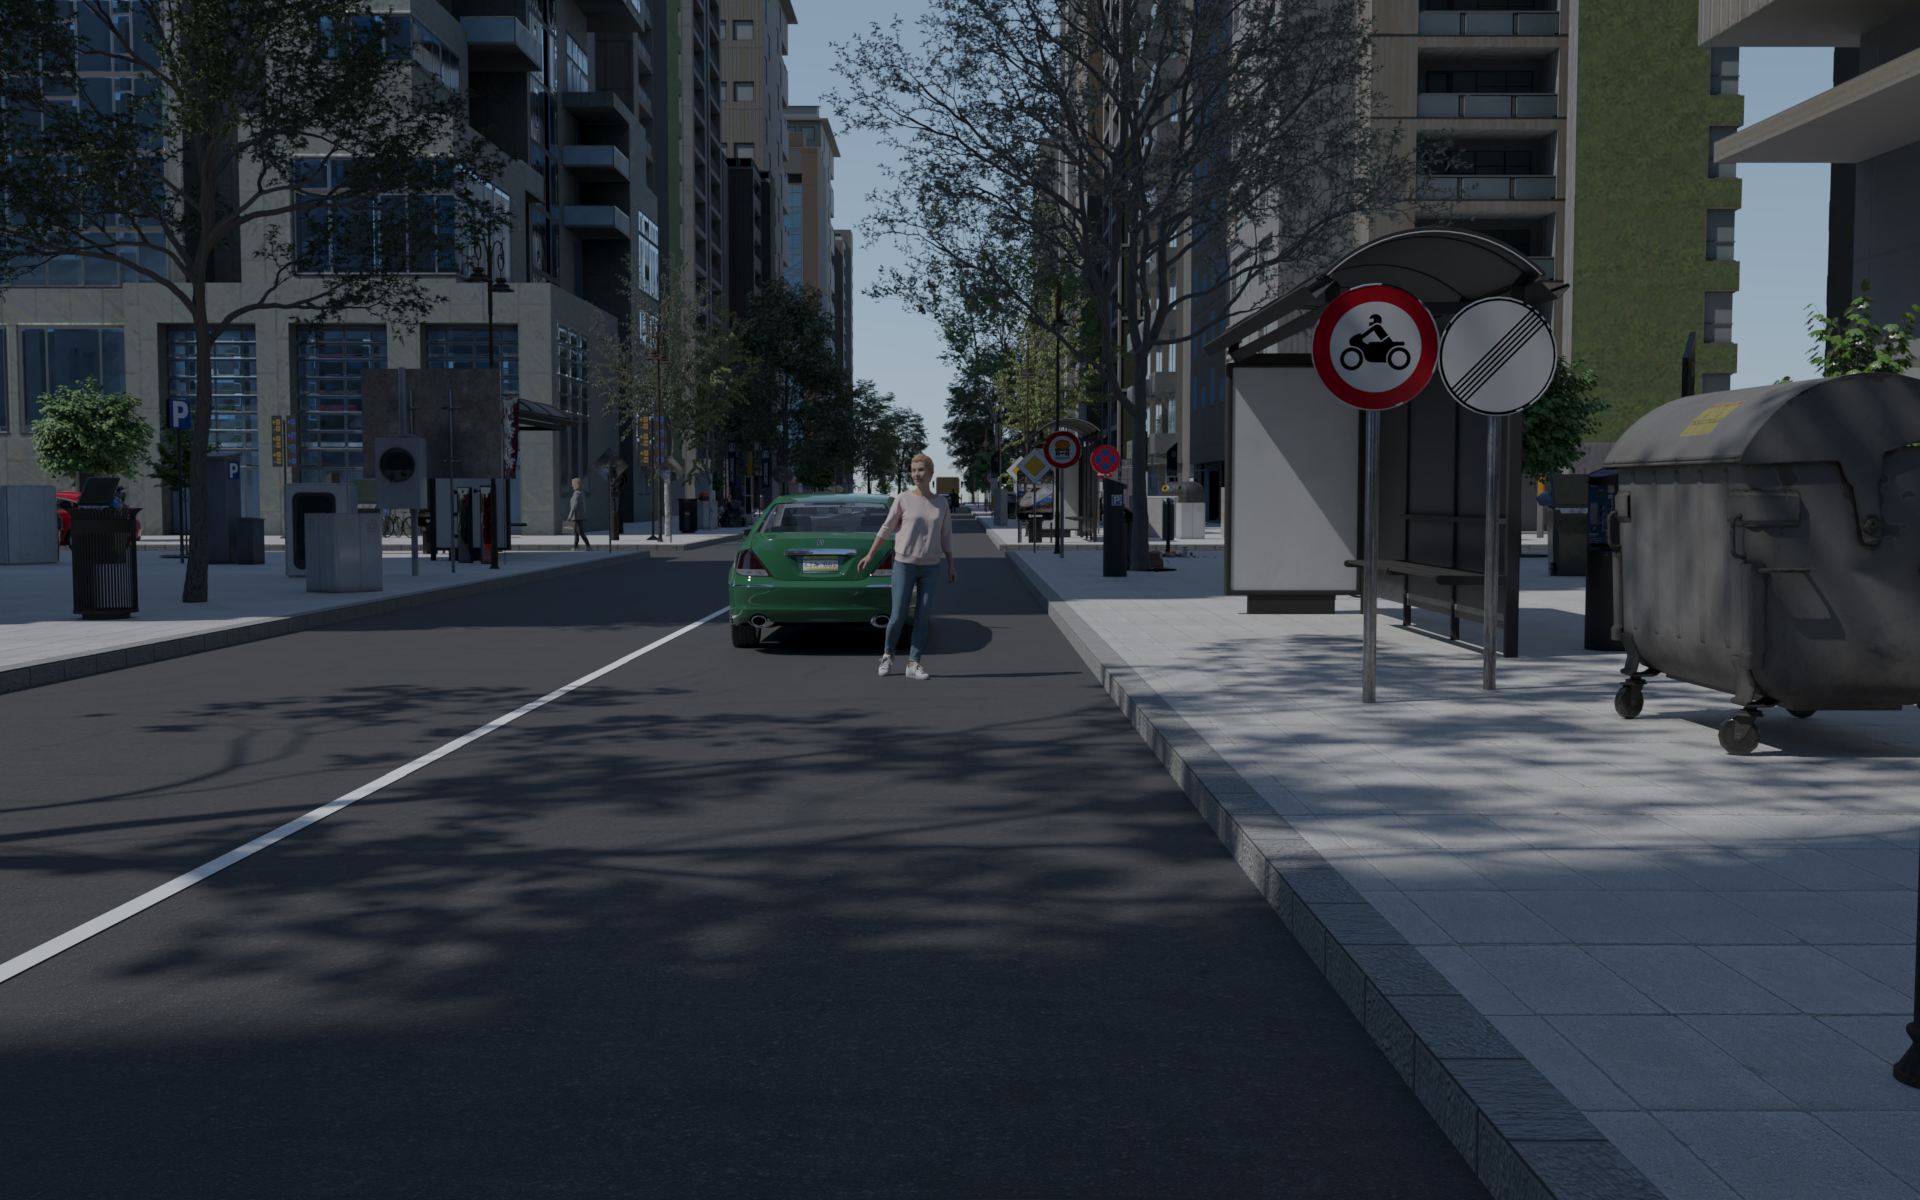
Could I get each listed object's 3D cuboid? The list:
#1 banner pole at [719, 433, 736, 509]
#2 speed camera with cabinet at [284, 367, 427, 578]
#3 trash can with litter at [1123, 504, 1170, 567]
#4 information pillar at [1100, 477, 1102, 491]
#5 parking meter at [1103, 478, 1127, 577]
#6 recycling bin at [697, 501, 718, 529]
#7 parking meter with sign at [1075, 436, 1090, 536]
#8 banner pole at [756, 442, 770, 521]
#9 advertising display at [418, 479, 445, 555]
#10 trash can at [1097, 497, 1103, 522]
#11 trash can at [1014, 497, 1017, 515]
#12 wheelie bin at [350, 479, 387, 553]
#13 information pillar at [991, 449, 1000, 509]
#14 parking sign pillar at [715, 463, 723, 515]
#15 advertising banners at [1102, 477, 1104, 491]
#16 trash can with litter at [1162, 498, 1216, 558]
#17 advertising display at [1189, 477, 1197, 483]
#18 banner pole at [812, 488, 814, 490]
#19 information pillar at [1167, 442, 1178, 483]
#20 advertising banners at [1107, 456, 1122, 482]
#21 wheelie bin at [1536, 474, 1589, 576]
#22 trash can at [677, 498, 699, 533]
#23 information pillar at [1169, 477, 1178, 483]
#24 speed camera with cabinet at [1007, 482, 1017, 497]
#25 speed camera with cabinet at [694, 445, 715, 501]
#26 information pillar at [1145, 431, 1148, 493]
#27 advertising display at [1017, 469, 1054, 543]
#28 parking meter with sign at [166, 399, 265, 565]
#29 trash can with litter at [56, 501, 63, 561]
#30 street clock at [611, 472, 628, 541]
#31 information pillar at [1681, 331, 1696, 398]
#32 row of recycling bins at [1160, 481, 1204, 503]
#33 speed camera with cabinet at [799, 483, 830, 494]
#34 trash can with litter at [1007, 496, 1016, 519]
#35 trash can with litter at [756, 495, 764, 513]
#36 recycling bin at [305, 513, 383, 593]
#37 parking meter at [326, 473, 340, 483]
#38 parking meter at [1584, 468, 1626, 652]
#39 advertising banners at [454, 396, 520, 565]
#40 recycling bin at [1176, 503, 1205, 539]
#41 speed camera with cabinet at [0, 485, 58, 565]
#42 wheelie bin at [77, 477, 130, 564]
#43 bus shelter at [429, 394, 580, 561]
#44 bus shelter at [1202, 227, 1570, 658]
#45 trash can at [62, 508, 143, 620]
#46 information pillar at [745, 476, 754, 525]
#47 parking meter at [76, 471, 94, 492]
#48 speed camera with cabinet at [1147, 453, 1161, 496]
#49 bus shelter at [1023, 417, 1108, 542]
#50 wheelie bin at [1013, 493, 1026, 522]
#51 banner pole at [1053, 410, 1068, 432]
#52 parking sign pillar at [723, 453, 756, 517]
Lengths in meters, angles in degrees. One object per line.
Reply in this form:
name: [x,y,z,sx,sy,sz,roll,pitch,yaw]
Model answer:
banner pole: [-9.392,-4.926,70.565,0.863,3.779,0.401,3,5,42]
speed camera with cabinet: [-9.367,-1.988,26.843,2.038,3.252,0.660,0,4,-6]
trash can with litter: [3.127,-1.157,30.307,1.055,1.170,0.624,0,4,0]
information pillar: [9.786,-7.778,118.528,0.504,3.616,0.183,1,4,19]
parking meter: [2.409,-1.130,26.880,0.372,1.533,0.369,0,3,0]
recycling bin: [-9.330,-3.095,63.160,0.722,1.027,0.722,3,4,37]
parking meter with sign: [3.789,-3.480,53.155,0.543,3.016,1.738,0,4,-3]
banner pole: [-9.406,-5.676,82.815,0.863,3.779,0.401,2,4,33]
advertising display: [-11.328,-1.943,36.989,0.123,1.923,0.974,2,4,24]
trash can: [6.062,-4.028,77.514,0.748,1.137,0.748,0,3,0]
trash can: [3.419,-5.360,99.286,0.748,1.137,0.748,0,3,0]
wheelie bin: [-12.778,-1.793,37.218,0.980,1.594,0.693,-1,4,-14]
information pillar: [1.836,-5.996,89.392,0.504,3.616,0.183,0,4,-3]
parking sign pillar: [-14.527,-7.041,103.598,1.447,3.967,1.447,1,4,10]
advertising banners: [8.786,-7.104,112.339,2.074,3.025,0.090,-1,4,-22]
trash can with litter: [4.386,-1.510,35.752,1.678,1.210,2.233,0,4,4]
advertising display: [8.623,-3.608,64.204,0.123,1.923,0.974,0,4,-2]
banner pole: [-10.510,-7.978,120.453,0.863,3.779,0.401,-1,4,-12]
information pillar: [9.516,-5.278,77.647,0.504,3.616,0.183,1,4,19]
advertising banners: [7.224,-5.172,80.749,0.090,3.025,2.074,-1,4,-11]
wheelie bin: [9.551,-1.181,27.218,0.980,1.594,0.693,1,4,8]
trash can: [-8.941,-2.771,56.961,0.748,1.137,0.748,0,3,0]
information pillar: [8.980,-4.190,72.995,0.304,2.012,0.304,2,4,30]
speed camera with cabinet: [3.543,-7.409,115.466,0.660,3.252,2.038,3,5,45]
speed camera with cabinet: [-10.401,-4.666,70.620,0.660,3.252,2.038,0,4,0]
information pillar: [6.902,-4.471,64.450,0.183,3.616,0.504,0,4,-3]
advertising display: [1.967,-2.450,45.269,0.974,1.923,0.123,0,4,0]
parking meter with sign: [-13.581,-2.168,31.704,1.738,3.016,0.543,1,4,16]
trash can with litter: [-17.515,-1.301,32.665,1.055,1.170,0.624,0,4,1]
street clock: [-9.533,-2.641,47.753,0.471,2.002,0.358,3,5,44]
information pillar: [10.414,-2.047,24.823,0.183,3.616,0.504,2,4,34]
row of recycling bins: [7.341,-3.053,57.024,1.069,1.692,3.534,0,4,-4]
speed camera with cabinet: [-9.479,-7.247,112.829,2.038,3.252,0.660,-2,4,-32]
trash can with litter: [2.688,-4.719,88.538,0.624,1.170,1.055,-1,4,-11]
trash can with litter: [-13.833,-6.642,119.656,1.678,1.210,2.233,0,4,2]
recycling bin: [-8.111,-0.627,22.803,0.722,1.027,0.722,3,4,37]
parking meter: [-17.122,-2.545,47.327,0.255,1.863,0.399,-3,5,-43]
parking meter: [5.347,-0.357,14.243,0.372,1.533,0.369,0,3,0]
advertising banners: [-8.633,-2.166,31.610,2.074,3.025,0.090,3,5,41]
recycling bin: [6.567,-2.250,49.347,0.722,1.027,0.722,0,4,-2]
speed camera with cabinet: [-17.373,-2.249,31.104,0.660,3.252,2.038,2,4,30]
wheelie bin: [-15.823,-1.473,31.988,0.980,1.594,0.693,0,4,7]
bus shelter: [-9.416,-2.552,35.651,2.014,3.302,5.546,0,4,0]
bus shelter: [3.606,-1.345,15.920,2.014,3.302,5.546,0,3,0]
trash can: [-8.808,-0.378,17.838,0.748,1.137,0.748,0,3,0]
information pillar: [-8.711,-4.102,71.562,0.304,2.012,0.304,0,4,6]
parking meter: [-22.548,-2.385,44.701,0.399,1.863,0.255,-3,5,-45]
speed camera with cabinet: [9.813,-5.546,85.010,2.038,3.252,0.660,-3,4,-36]
bus shelter: [2.876,-3.334,48.427,2.014,3.302,5.546,0,3,0]
wheelie bin: [2.920,-4.342,78.902,0.980,1.594,0.693,0,4,8]
banner pole: [2.965,-3.770,51.659,0.401,3.779,0.863,-2,4,-35]
parking sign pillar: [-12.075,-6.602,96.416,1.447,3.967,1.447,-2,4,-31]
